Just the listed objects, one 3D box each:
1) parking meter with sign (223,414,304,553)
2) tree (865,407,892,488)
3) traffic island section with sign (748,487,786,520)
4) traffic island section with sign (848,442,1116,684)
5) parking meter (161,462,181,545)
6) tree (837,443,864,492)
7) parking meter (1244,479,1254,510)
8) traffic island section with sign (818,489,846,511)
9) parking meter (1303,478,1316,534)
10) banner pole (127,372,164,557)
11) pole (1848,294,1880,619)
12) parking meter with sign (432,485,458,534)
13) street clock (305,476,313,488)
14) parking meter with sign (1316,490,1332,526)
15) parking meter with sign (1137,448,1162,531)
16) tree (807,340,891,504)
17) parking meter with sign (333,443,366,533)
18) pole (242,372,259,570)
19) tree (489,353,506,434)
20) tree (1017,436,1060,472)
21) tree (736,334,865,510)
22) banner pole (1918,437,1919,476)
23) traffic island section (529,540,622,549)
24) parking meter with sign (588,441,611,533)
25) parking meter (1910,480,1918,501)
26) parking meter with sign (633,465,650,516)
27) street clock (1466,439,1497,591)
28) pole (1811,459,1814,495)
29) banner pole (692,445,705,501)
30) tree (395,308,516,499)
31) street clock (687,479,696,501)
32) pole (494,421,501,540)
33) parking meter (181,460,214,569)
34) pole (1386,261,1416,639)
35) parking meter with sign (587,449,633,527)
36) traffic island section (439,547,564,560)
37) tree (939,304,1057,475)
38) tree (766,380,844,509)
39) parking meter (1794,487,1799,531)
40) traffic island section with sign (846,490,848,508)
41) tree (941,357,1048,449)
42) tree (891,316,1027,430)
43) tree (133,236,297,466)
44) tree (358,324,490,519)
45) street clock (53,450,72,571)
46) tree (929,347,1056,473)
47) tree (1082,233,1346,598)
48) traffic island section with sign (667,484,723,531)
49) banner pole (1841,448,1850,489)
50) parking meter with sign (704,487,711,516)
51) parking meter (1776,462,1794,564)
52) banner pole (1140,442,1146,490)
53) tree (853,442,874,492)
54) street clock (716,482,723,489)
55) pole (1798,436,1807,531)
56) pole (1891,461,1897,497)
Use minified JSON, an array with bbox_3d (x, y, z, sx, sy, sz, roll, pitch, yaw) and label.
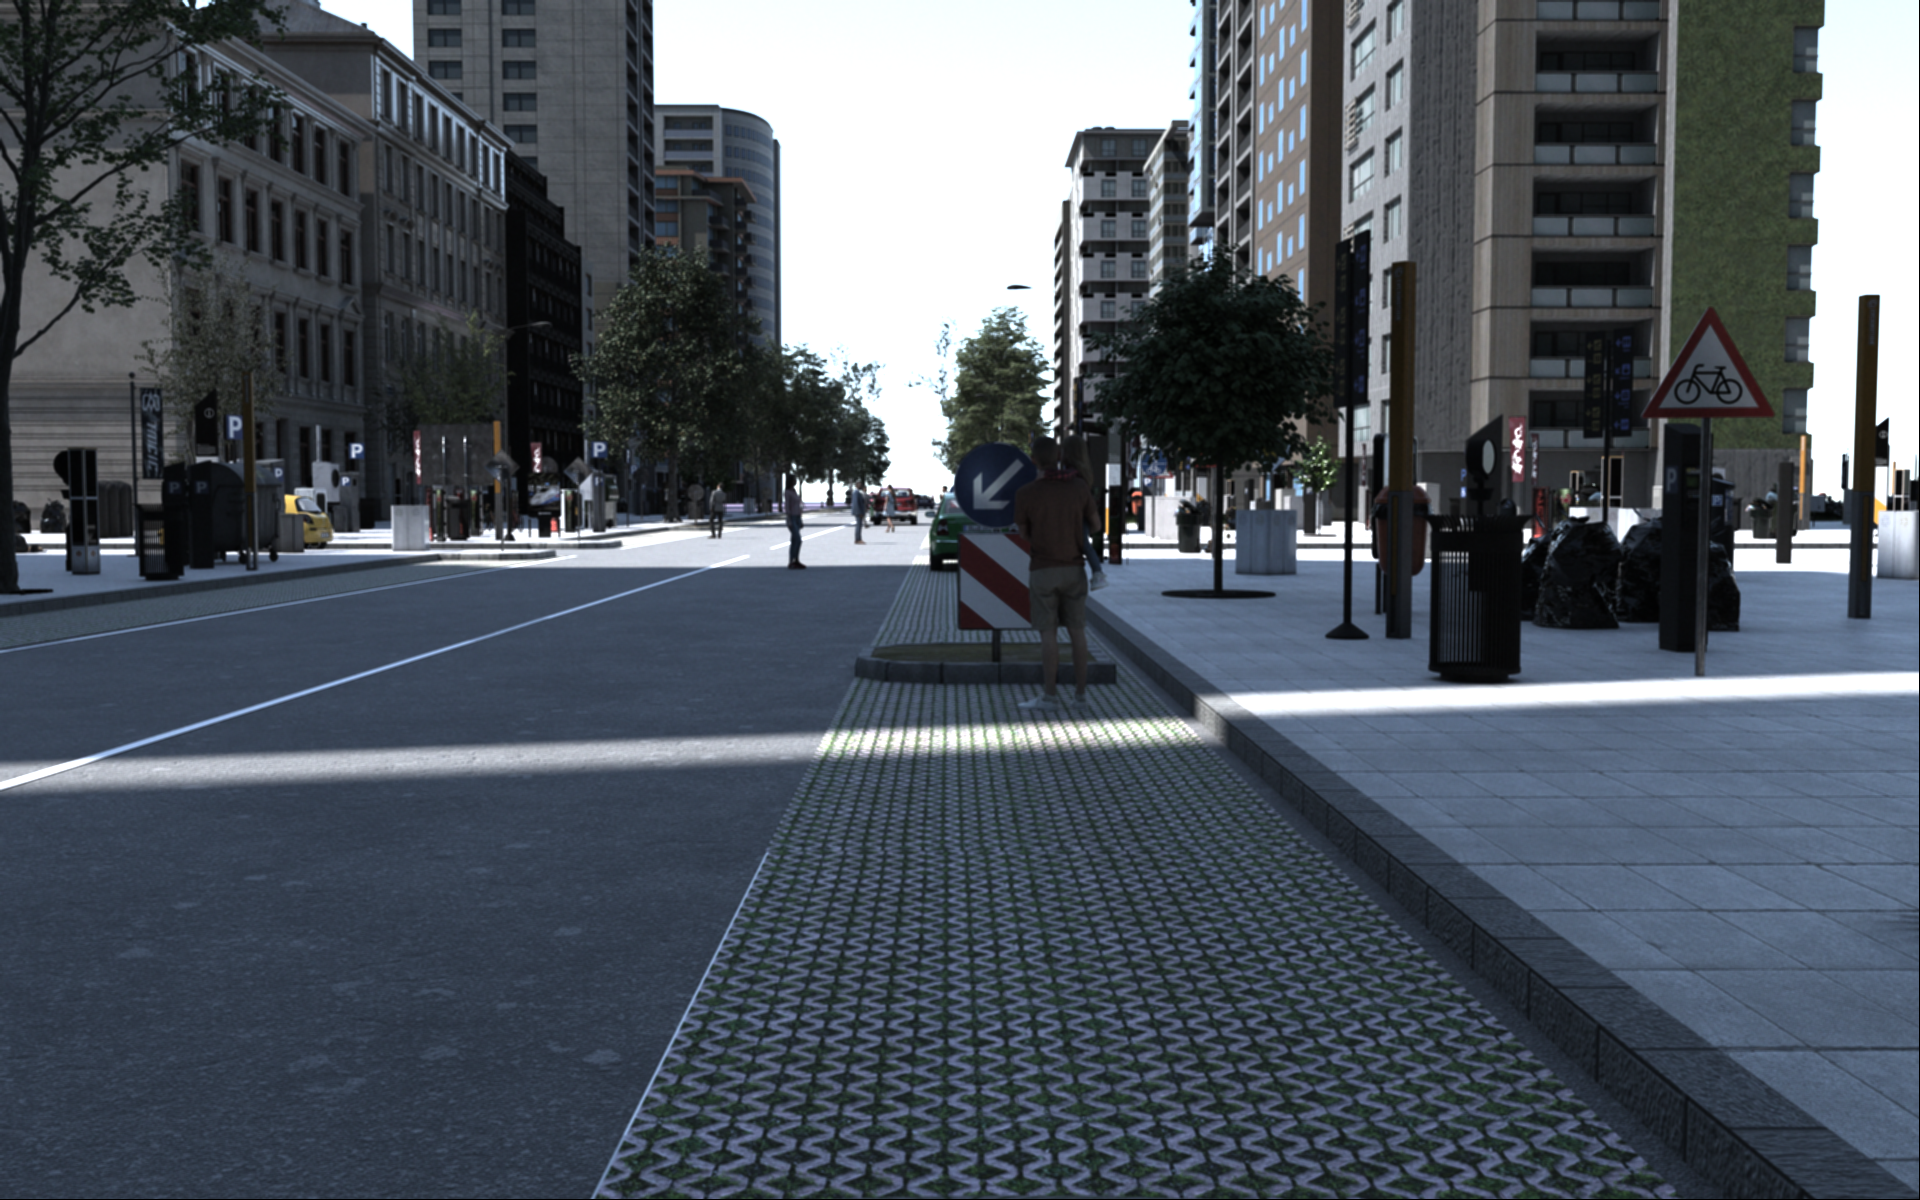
[{"bbox_3d":[-15.199,-2.548,37.928,1.738,3.016,0.543,1,4,18],"label":"parking meter with sign"},{"bbox_3d":[-14.510,-17.493,192.662,9.857,13.997,8.962,0,3,0],"label":"tree"},{"bbox_3d":[-10.595,-5.294,95.182,1.989,1.847,2.006,0,4,0],"label":"traffic island section with sign"},{"bbox_3d":[0.172,-0.323,13.915,1.989,1.847,2.006,0,4,0],"label":"traffic island section with sign"},{"bbox_3d":[-14.068,-1.547,31.005,0.399,1.863,0.255,-2,4,-25],"label":"parking meter"},{"bbox_3d":[-14.702,-17.028,228.767,4.360,8.622,3.978,0,3,0],"label":"tree"},{"bbox_3d":[11.134,-3.731,66.719,0.255,1.863,0.399,-1,4,-18],"label":"parking meter"},{"bbox_3d":[-10.946,-8.439,146.599,1.989,1.847,2.006,0,4,0],"label":"traffic island section with sign"},{"bbox_3d":[11.204,-3.046,55.513,0.399,1.863,0.255,1,4,22],"label":"parking meter"},{"bbox_3d":[-16.833,-2.800,35.798,0.401,3.779,0.863,3,4,38],"label":"banner pole"},{"bbox_3d":[9.302,-1.466,17.817,0.158,3.312,0.155,0,3,0],"label":"pole"},{"bbox_3d":[-16.726,-3.653,55.984,0.543,3.016,1.738,1,4,18],"label":"parking meter with sign"},{"bbox_3d":[-25.375,-3.862,67.720,0.358,2.002,0.471,0,4,5],"label":"street clock"},{"bbox_3d":[14.637,-4.522,70.189,0.543,3.016,1.738,-1,4,-9],"label":"parking meter with sign"},{"bbox_3d":[6.687,-3.980,61.340,0.543,3.016,1.738,1,4,19],"label":"parking meter with sign"},{"bbox_3d":[-14.863,-22.042,216.273,12.611,20.169,13.585,0,3,0],"label":"tree"},{"bbox_3d":[-20.562,-3.792,58.253,0.543,3.016,1.738,0,4,2],"label":"parking meter with sign"},{"bbox_3d":[-11.908,-2.153,29.047,0.158,3.312,0.155,0,3,0],"label":"pole"},{"bbox_3d":[-23.618,-8.116,83.065,4.360,8.622,3.978,0,3,0],"label":"tree"},{"bbox_3d":[2.661,-3.848,57.522,1.663,3.219,1.824,0,3,0],"label":"tree"},{"bbox_3d":[-13.748,-14.215,139.077,9.857,13.997,8.962,0,3,0],"label":"tree"},{"bbox_3d":[41.630,-5.193,74.922,0.401,3.779,0.863,0,4,-3],"label":"banner pole"},{"bbox_3d":[-10.258,-1.484,46.540,2.009,0.180,2.903,0,4,0],"label":"traffic island section"},{"bbox_3d":[-12.120,-3.788,58.196,0.543,3.016,1.738,-1,4,-13],"label":"parking meter with sign"},{"bbox_3d":[39.582,-4.041,71.782,0.399,1.863,0.255,-2,4,-30],"label":"parking meter"},{"bbox_3d":[-19.094,-6.556,103.445,0.543,3.016,1.738,-3,4,-38],"label":"parking meter with sign"},{"bbox_3d":[6.860,-1.117,22.836,0.358,2.002,0.471,3,5,41],"label":"street clock"},{"bbox_3d":[49.440,-6.529,100.595,0.158,3.312,0.155,0,3,0],"label":"pole"},{"bbox_3d":[-13.374,-6.017,88.388,0.863,3.779,0.401,1,4,13],"label":"banner pole"},{"bbox_3d":[-19.618,-7.177,67.713,4.737,8.622,4.395,0,3,0],"label":"tree"},{"bbox_3d":[-13.268,-4.958,85.625,0.358,2.002,0.471,1,4,16],"label":"street clock"},{"bbox_3d":[-12.926,-3.342,48.485,0.158,3.312,0.155,0,3,0],"label":"pole"},{"bbox_3d":[-13.084,-1.473,29.788,0.399,1.863,0.255,-3,4,-39],"label":"parking meter"},{"bbox_3d":[3.904,-1.314,15.321,0.158,3.312,0.155,0,3,0],"label":"pole"},{"bbox_3d":[-13.742,-4.347,67.333,1.738,3.016,0.543,0,4,3],"label":"parking meter with sign"},{"bbox_3d":[-10.204,-0.995,38.556,2.009,0.180,2.903,0,4,0],"label":"traffic island section"},{"bbox_3d":[2.390,-11.366,103.962,7.486,12.596,7.792,0,3,0],"label":"tree"},{"bbox_3d":[-14.120,-13.951,153.857,9.928,11.665,9.643,0,3,0],"label":"tree"},{"bbox_3d":[27.610,-3.002,57.487,0.372,1.533,0.369,0,3,0],"label":"parking meter"},{"bbox_3d":[-11.137,-10.087,173.553,1.989,1.847,2.006,0,4,0],"label":"traffic island section with sign"},{"bbox_3d":[2.437,-11.058,115.202,8.767,10.594,7.601,3,5,42],"label":"tree"},{"bbox_3d":[0.770,-20.090,184.363,12.611,20.169,13.585,0,3,0],"label":"tree"},{"bbox_3d":[-21.883,-6.105,50.186,4.360,8.622,3.978,0,3,0],"label":"tree"},{"bbox_3d":[-23.395,-7.588,74.430,4.360,8.622,3.978,0,3,0],"label":"tree"},{"bbox_3d":[-14.807,-1.488,28.895,0.471,2.002,0.358,0,4,-2],"label":"street clock"},{"bbox_3d":[2.772,-13.054,130.435,9.611,12.733,9.660,0,3,0],"label":"tree"},{"bbox_3d":[3.333,-2.328,21.775,4.285,4.588,4.351,0,3,0],"label":"tree"},{"bbox_3d":[-10.411,-3.645,68.227,1.989,1.847,2.006,0,4,0],"label":"traffic island section with sign"},{"bbox_3d":[48.018,-6.360,94.000,0.401,3.779,0.863,0,4,1],"label":"banner pole"},{"bbox_3d":[-15.117,-6.585,103.932,0.543,3.016,1.738,-1,4,-22],"label":"parking meter with sign"},{"bbox_3d":[15.218,-1.605,31.953,0.255,1.863,0.399,2,4,24],"label":"parking meter"},{"bbox_3d":[8.807,-5.715,83.458,0.401,3.779,0.863,-1,4,-22],"label":"banner pole"},{"bbox_3d":[-13.731,-17.768,240.866,4.737,8.622,4.395,0,3,0],"label":"tree"},{"bbox_3d":[-13.370,-5.606,96.230,0.471,2.002,0.358,-1,4,-13],"label":"street clock"},{"bbox_3d":[29.428,-4.076,60.485,0.158,3.312,0.155,0,3,0],"label":"pole"},{"bbox_3d":[57.552,-6.906,106.748,0.158,3.312,0.155,0,3,0],"label":"pole"}]
